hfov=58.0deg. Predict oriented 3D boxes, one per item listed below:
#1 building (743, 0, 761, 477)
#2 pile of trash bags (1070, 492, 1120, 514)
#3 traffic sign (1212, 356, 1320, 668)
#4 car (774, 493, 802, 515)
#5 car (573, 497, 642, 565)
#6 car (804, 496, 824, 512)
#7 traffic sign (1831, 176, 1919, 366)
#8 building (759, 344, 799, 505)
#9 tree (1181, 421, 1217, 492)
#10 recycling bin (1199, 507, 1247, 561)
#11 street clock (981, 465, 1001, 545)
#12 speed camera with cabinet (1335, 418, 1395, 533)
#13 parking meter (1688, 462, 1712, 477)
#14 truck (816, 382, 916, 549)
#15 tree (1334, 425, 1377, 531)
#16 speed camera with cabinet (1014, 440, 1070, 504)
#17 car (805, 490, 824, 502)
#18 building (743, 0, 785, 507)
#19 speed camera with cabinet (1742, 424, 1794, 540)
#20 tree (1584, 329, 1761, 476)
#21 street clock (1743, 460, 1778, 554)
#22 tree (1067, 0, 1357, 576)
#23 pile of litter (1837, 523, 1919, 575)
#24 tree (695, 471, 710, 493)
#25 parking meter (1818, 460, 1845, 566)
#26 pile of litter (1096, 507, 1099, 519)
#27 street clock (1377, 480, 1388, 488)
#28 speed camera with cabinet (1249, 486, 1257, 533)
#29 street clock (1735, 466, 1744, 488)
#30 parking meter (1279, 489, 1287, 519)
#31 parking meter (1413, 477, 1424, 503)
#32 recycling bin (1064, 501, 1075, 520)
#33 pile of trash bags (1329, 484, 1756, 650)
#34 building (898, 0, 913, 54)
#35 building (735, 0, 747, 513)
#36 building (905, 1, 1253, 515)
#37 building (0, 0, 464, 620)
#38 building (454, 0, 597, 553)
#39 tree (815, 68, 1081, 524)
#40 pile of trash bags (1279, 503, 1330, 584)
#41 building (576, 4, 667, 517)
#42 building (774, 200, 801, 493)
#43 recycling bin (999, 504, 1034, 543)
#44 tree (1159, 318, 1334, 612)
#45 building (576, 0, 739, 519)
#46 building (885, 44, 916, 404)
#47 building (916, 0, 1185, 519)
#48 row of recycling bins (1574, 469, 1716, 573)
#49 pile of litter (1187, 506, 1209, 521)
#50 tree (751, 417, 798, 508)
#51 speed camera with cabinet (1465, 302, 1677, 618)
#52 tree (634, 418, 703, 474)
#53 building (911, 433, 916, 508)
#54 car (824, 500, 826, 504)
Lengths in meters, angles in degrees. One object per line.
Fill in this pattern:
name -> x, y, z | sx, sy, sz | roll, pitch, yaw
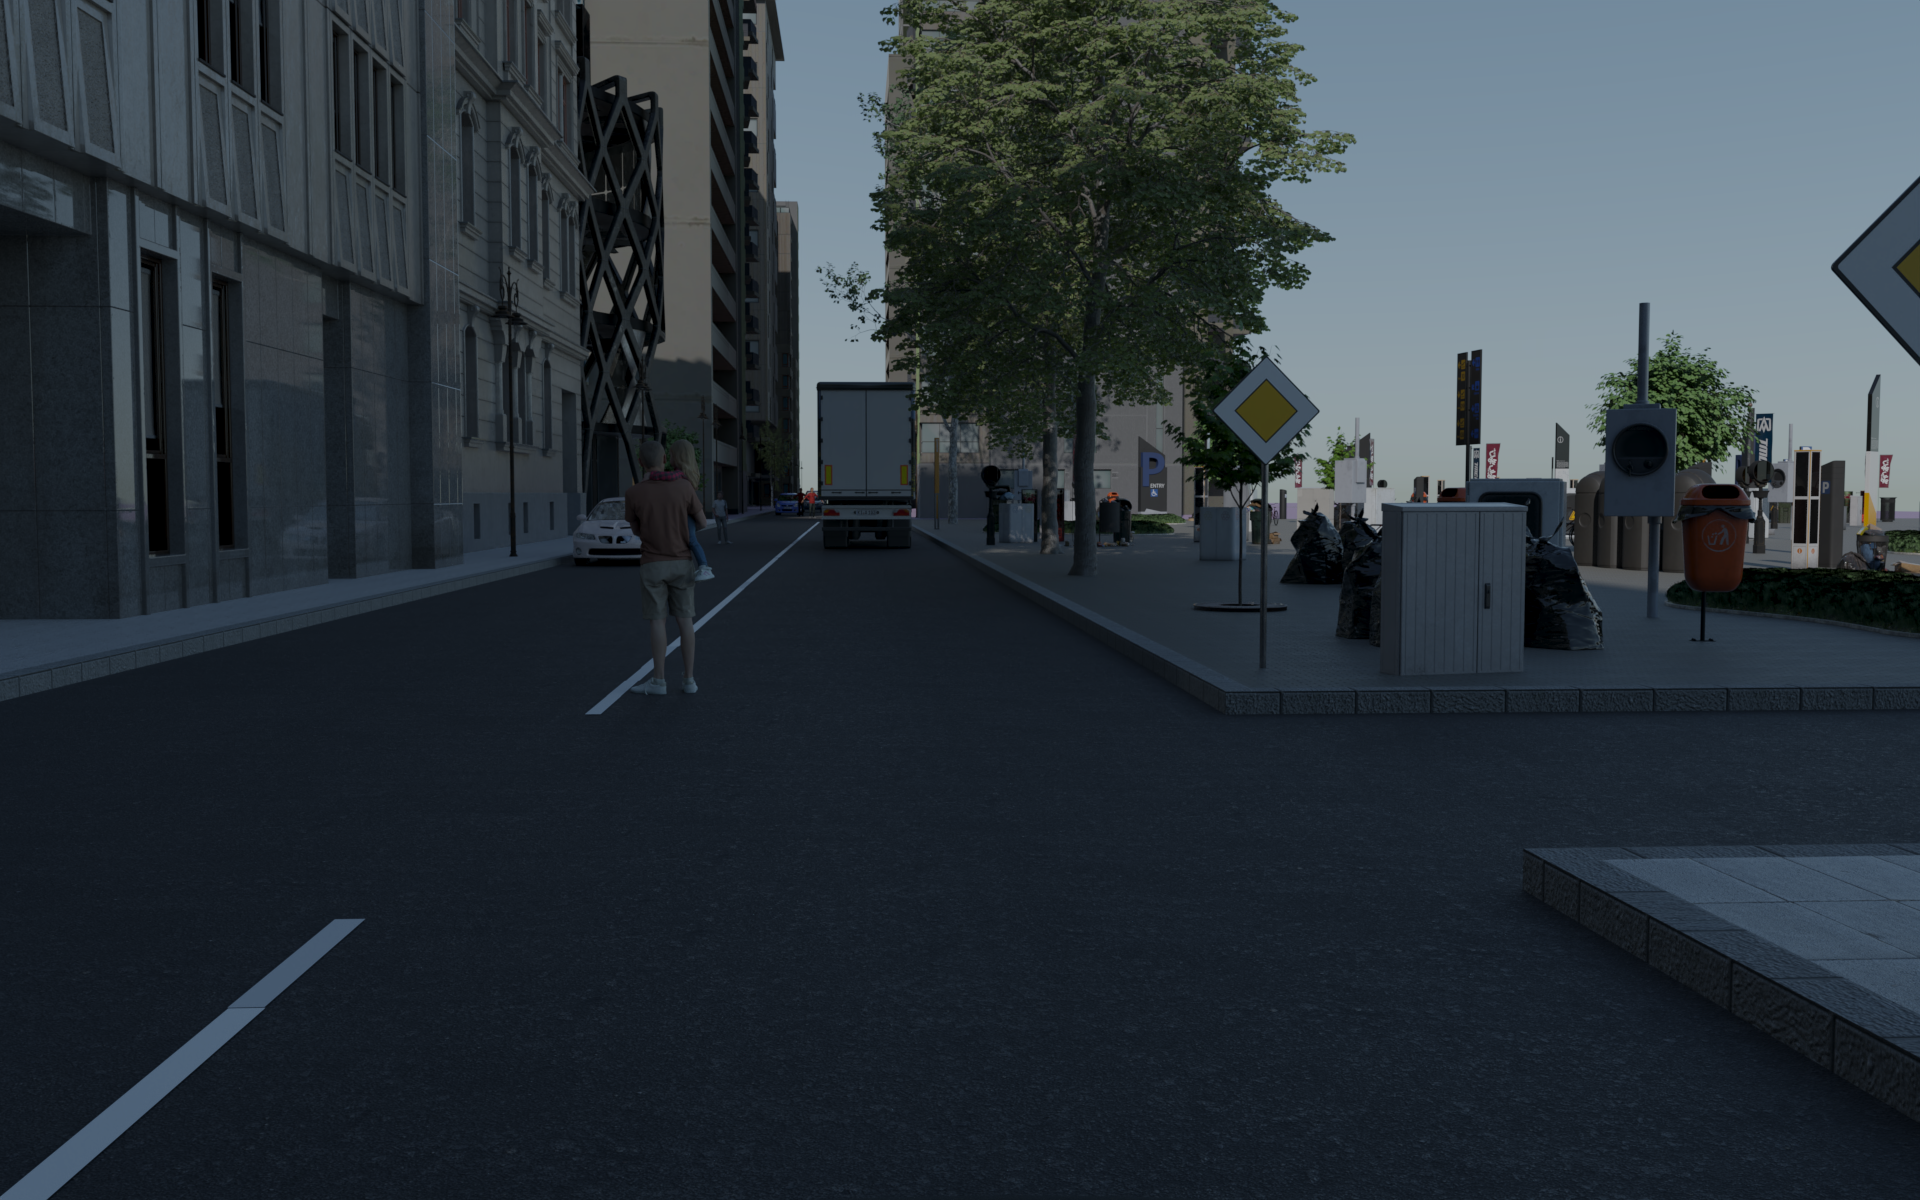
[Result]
building -> -27.396, -29.528, 137.414 | 22.147, 44.769, 28.867 | 0, 4, -4
pile of trash bags -> 6.108, -4.525, 83.738 | 3.447, 1.369, 1.912 | -1, 4, -21
traffic sign -> 2.230, -0.554, 12.707 | 0.795, 2.450, 0.064 | 0, 4, -4
car -> -11.661, -6.629, 117.970 | 1.945, 1.707, 3.694 | 0, 4, -2
car -> -6.917, -1.472, 36.421 | 2.083, 1.381, 4.827 | 0, 4, -3
car -> -11.701, -7.672, 137.437 | 2.014, 1.417, 4.499 | 0, 4, -6
traffic sign -> 2.729, -0.067, 4.737 | 0.795, 2.450, 0.064 | 0, 4, -4
building -> -34.263, -22.538, 213.532 | 27.650, 21.520, 28.899 | 0, 4, -4
tree -> 9.660, -4.823, 62.574 | 4.285, 4.588, 4.351 | 0, 3, 0
recycling bin -> 5.107, -1.288, 33.620 | 0.722, 1.027, 0.722 | 2, 4, 30
street clock -> 0.773, -2.383, 43.526 | 0.471, 2.002, 0.358 | -1, 4, -11
speed camera with cabinet -> 10.634, -3.127, 45.456 | 2.038, 3.252, 0.660 | -3, 5, -44
parking meter -> 13.446, -1.580, 31.543 | 0.399, 1.863, 0.255 | -2, 4, -25
truck -> -2.576, -3.664, 48.816 | 2.839, 4.237, 11.283 | 0, 4, -2
tree -> 10.682, -3.321, 48.894 | 1.663, 3.219, 1.824 | 0, 3, 0
speed camera with cabinet -> 3.029, -4.270, 64.157 | 2.038, 3.252, 0.660 | 0, 4, 0
car -> -14.636, -10.067, 173.272 | 2.281, 1.827, 5.304 | 0, 4, -5
building -> -33.237, -36.312, 182.934 | 28.713, 52.752, 27.495 | 0, 4, -4
speed camera with cabinet -> 22.893, -3.361, 49.294 | 0.660, 3.252, 2.038 | -2, 4, -24
tree -> 14.042, -3.106, 34.502 | 4.285, 4.588, 4.351 | 0, 3, 0
street clock -> 17.234, -2.002, 37.298 | 0.471, 2.002, 0.358 | 0, 4, -3
tree -> 2.385, -6.667, 27.126 | 7.486, 12.596, 7.792 | 0, 3, 0
pile of litter -> 13.365, -0.669, 24.902 | 1.719, 0.858, 1.176 | -1, 4, -12
tree -> -13.227, -5.585, 85.913 | 1.663, 3.219, 1.824 | 0, 3, 0
parking meter -> 15.192, -1.499, 30.217 | 0.255, 1.863, 0.399 | -1, 4, -11
pile of litter -> 5.863, -3.450, 70.367 | 1.719, 0.858, 1.176 | 0, 4, 8
street clock -> 21.197, -5.040, 86.972 | 0.471, 2.002, 0.358 | -1, 4, -18
speed camera with cabinet -> 9.443, -3.867, 57.556 | 0.660, 3.252, 2.038 | 1, 4, 19
street clock -> 20.282, -2.459, 44.775 | 0.471, 2.002, 0.358 | -1, 4, -22
parking meter -> 16.530, -4.905, 88.608 | 0.372, 1.533, 0.369 | 0, 3, 0
parking meter -> 15.296, -3.186, 57.795 | 0.255, 1.863, 0.399 | 0, 4, -1
recycling bin -> 3.752, -2.920, 60.299 | 0.722, 1.027, 0.722 | -1, 4, -13
pile of trash bags -> 5.056, -0.323, 15.038 | 3.447, 1.369, 1.912 | 0, 4, 8
building -> -0.038, -48.788, 235.941 | 20.563, 71.187, 20.611 | 0, 4, -4
building -> -21.784, -26.409, 115.378 | 14.154, 41.232, 14.086 | 0, 4, -4
building -> 7.474, -28.379, 118.619 | 22.147, 44.769, 28.867 | 0, 4, -4
building -> -14.484, -12.400, 20.765 | 12.078, 24.808, 19.932 | 0, 4, -4
building -> -17.290, -15.591, 42.296 | 14.401, 28.519, 23.554 | 0, 4, -4
tree -> 0.130, -13.453, 75.846 | 12.611, 20.169, 13.585 | 0, 3, 0
pile of trash bags -> 6.004, -0.875, 24.058 | 1.912, 1.369, 3.447 | -2, 4, -24
building -> -19.354, -11.939, 62.650 | 16.820, 18.784, 16.811 | 0, 4, -4
building -> -29.018, -33.712, 234.790 | 14.154, 41.232, 14.086 | 0, 4, -4
recycling bin -> 1.487, -2.031, 45.758 | 0.722, 1.027, 0.722 | -1, 4, -22
tree -> 2.989, -1.501, 19.145 | 1.663, 3.219, 1.824 | 0, 3, 0
building -> -23.933, -28.941, 96.889 | 21.300, 48.544, 21.600 | 0, 4, -4
building -> 2.878, -34.311, 184.684 | 21.300, 48.544, 21.600 | 0, 4, -4
building -> 4.487, -25.270, 96.752 | 14.154, 41.232, 14.086 | 0, 4, -4
row of recycling bins -> 11.660, -1.377, 29.632 | 1.069, 1.692, 3.534 | -1, 4, -10
pile of litter -> 11.719, -4.230, 83.125 | 1.719, 0.858, 1.176 | 1, 4, 23
tree -> -17.519, -13.039, 163.557 | 4.737, 8.622, 4.395 | 0, 3, 0
speed camera with cabinet -> 6.369, -1.453, 18.088 | 2.038, 3.252, 0.660 | 1, 4, 23
tree -> -12.598, -5.578, 74.913 | 4.285, 4.588, 4.351 | 0, 3, 0
building -> 5.439, -51.039, 147.154 | 22.319, 86.520, 31.000 | 0, 4, -4
car -> -15.031, -10.466, 183.127 | 2.014, 1.417, 4.499 | 0, 4, -4
